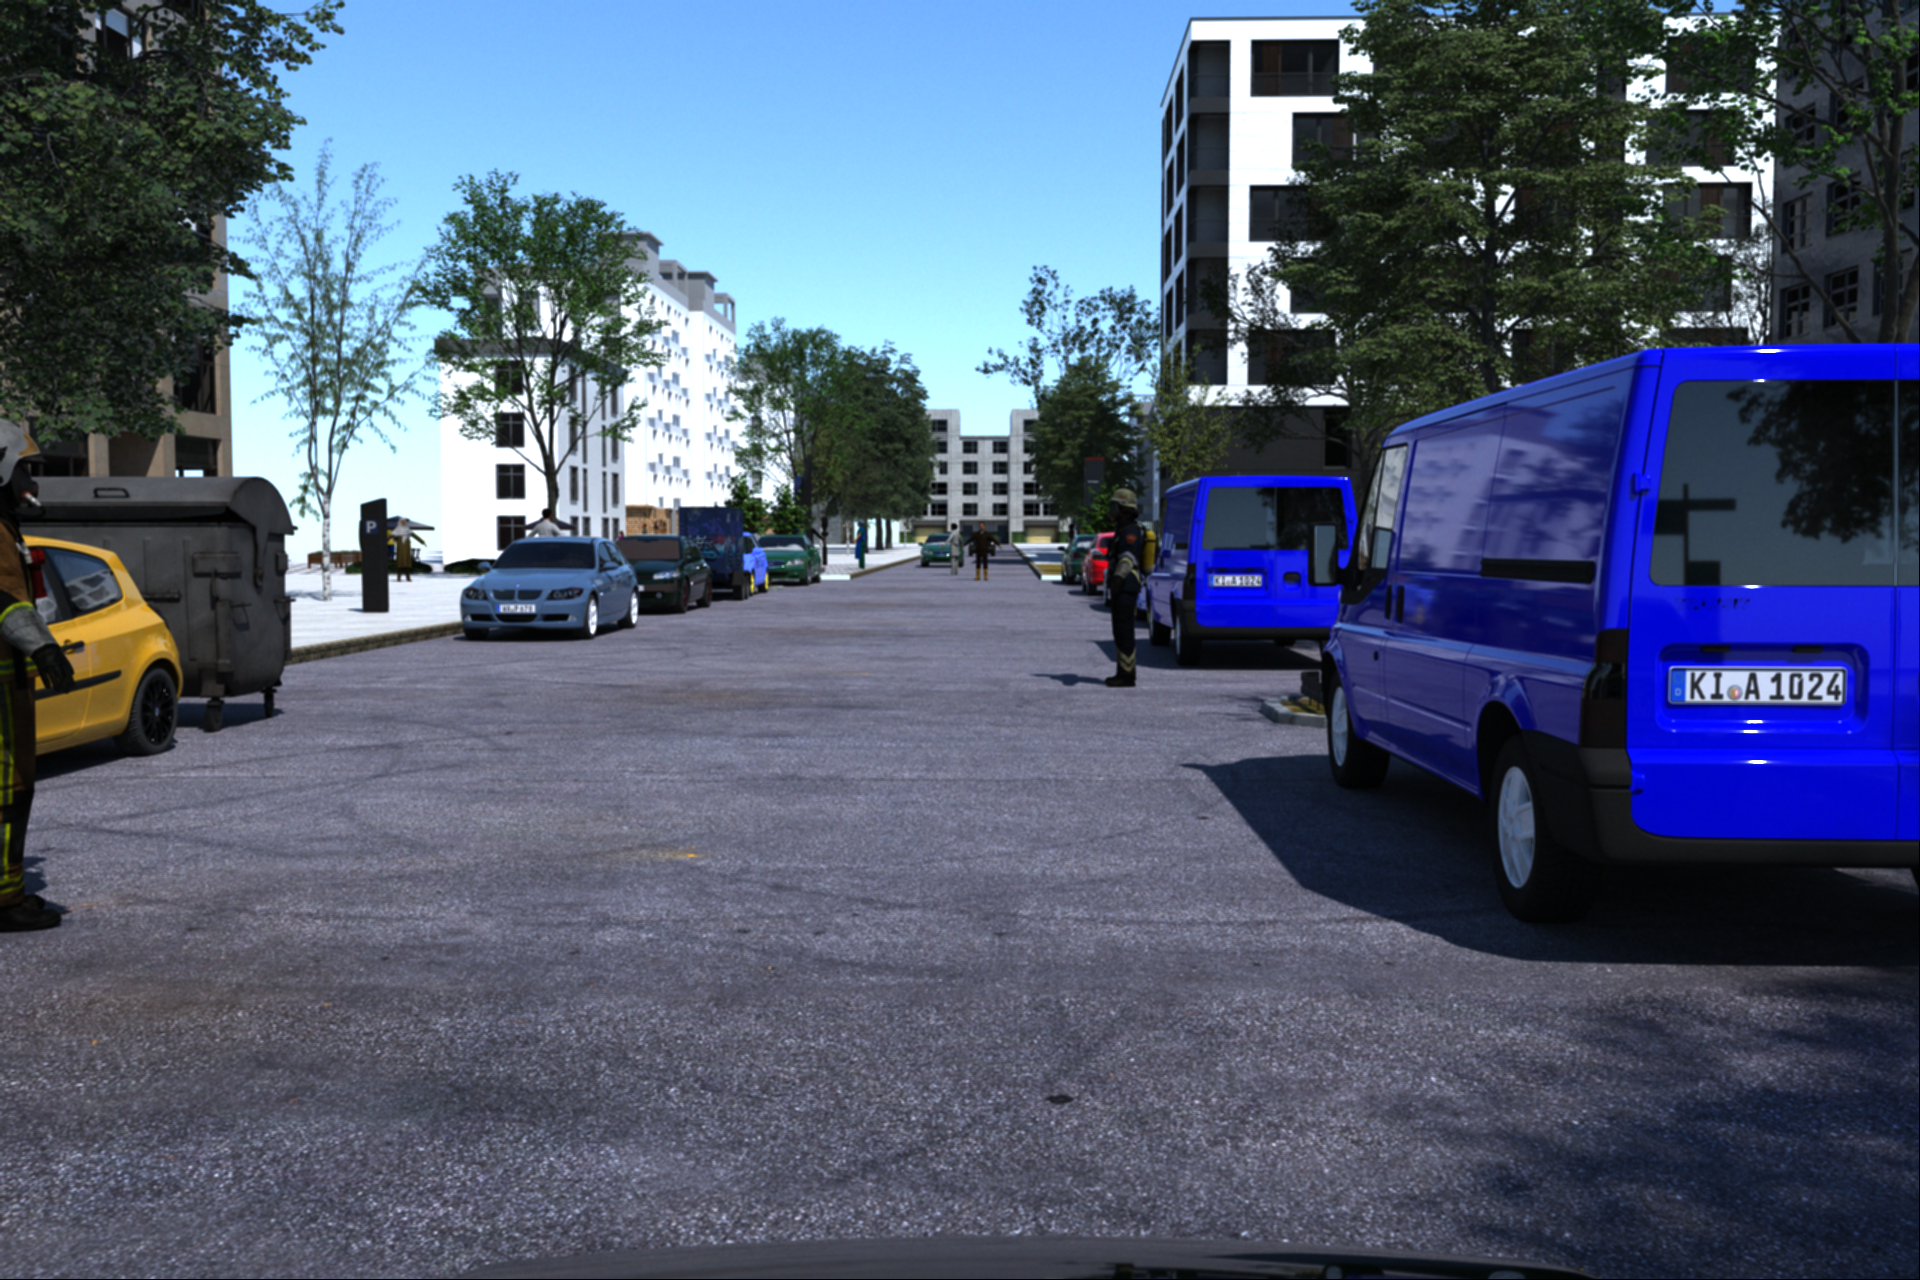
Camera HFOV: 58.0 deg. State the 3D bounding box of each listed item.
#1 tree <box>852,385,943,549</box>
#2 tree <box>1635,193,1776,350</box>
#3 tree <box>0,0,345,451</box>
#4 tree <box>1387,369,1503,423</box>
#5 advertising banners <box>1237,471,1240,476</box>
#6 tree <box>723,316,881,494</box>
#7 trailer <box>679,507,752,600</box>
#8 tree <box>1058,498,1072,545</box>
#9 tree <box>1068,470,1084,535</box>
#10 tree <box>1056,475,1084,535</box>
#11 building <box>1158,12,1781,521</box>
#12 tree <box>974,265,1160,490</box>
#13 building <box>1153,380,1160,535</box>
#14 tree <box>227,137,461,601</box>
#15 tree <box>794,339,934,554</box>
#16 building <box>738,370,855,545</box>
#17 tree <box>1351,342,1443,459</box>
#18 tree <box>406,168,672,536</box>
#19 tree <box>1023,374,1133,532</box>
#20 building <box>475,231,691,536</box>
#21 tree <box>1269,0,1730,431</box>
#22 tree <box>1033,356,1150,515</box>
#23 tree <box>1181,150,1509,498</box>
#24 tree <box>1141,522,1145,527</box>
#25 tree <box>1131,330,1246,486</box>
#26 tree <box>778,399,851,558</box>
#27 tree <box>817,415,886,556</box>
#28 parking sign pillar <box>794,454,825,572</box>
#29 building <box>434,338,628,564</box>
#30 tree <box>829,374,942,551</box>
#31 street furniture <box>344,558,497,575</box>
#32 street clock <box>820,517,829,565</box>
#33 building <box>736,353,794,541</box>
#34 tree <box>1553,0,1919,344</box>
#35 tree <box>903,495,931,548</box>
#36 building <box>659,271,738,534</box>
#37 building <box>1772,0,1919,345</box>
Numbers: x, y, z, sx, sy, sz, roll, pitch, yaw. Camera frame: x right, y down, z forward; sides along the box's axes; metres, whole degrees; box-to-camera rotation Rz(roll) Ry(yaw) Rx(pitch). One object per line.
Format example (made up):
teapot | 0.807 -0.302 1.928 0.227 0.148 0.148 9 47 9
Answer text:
tree | -6.138 -14.708 147.128 9.857 13.997 8.962 0 3 0
tree | 28.465 -9.265 61.856 12.009 13.543 11.850 0 3 0
tree | -12.358 -6.923 19.839 9.857 13.997 8.962 0 3 0
tree | 18.296 -7.013 65.033 4.737 8.622 4.395 0 3 0
advertising banners | 7.762 -3.231 49.019 0.090 3.025 2.074 0 4 2
tree | -7.455 -9.577 82.342 9.928 11.665 9.643 0 3 0
trailer | -5.393 -1.833 37.021 1.471 1.999 3.904 0 4 1
tree | 9.978 -12.840 160.297 4.360 8.622 3.978 0 3 0
tree | 10.404 -12.440 153.760 4.737 8.622 4.395 0 3 0
tree | 9.677 -11.952 145.774 4.737 8.622 4.395 0 3 0
building | 23.567 -14.729 84.799 27.936 21.610 32.646 0 4 2
tree | 7.909 -16.331 122.902 12.611 20.169 13.585 0 3 0
building | 28.933 -21.788 212.645 16.016 20.090 11.380 0 4 1
tree | -12.298 -5.044 32.838 4.360 8.622 3.978 0 3 0
tree | -6.458 -12.691 114.152 9.857 13.997 8.962 0 3 0
building | -23.397 -23.749 219.220 19.493 23.208 18.063 0 4 1
tree | 15.720 -6.638 58.901 4.737 8.622 4.395 0 3 0
tree | -11.874 -7.596 49.949 9.928 11.665 9.643 0 3 0
tree | 9.607 -14.070 136.702 9.857 13.997 8.962 0 3 0
building | -24.400 -15.495 109.769 16.016 20.090 11.380 0 4 2
tree | 9.047 -6.857 30.234 7.486 12.596 7.792 0 3 0
tree | 8.118 -11.777 110.681 7.486 12.596 7.792 0 3 0
tree | 9.851 -6.587 42.112 8.767 10.594 7.601 -3 5 -41
tree | 26.052 -18.061 245.657 4.737 8.622 4.395 0 3 0
tree | 7.991 -6.845 62.283 4.737 8.622 4.395 0 3 0
tree | -7.658 -8.786 94.013 4.737 8.622 4.395 0 3 0
tree | -6.679 -9.308 102.544 4.360 8.622 3.978 0 3 0
parking sign pillar | -5.250 -4.256 58.050 1.447 3.967 1.447 0 4 2
building | -21.494 -8.954 88.550 9.099 9.664 28.070 0 4 1
tree | -6.275 -13.913 134.130 9.857 13.997 8.962 0 3 0
street furniture | -14.363 -2.475 56.097 10.072 0.657 5.734 1 4 15
street clock | -5.576 -4.085 71.354 0.358 2.002 0.471 0 4 2
building | -23.873 -19.906 181.876 16.016 20.090 11.380 0 4 1
tree | 9.900 -5.658 18.256 9.928 11.665 9.643 0 3 0
tree | -4.852 -12.847 160.414 4.737 8.622 4.395 0 3 0
building | -23.127 -16.486 125.967 16.016 20.090 11.380 0 4 2
building | 28.310 -13.509 39.280 11.959 24.771 22.079 0 4 2
